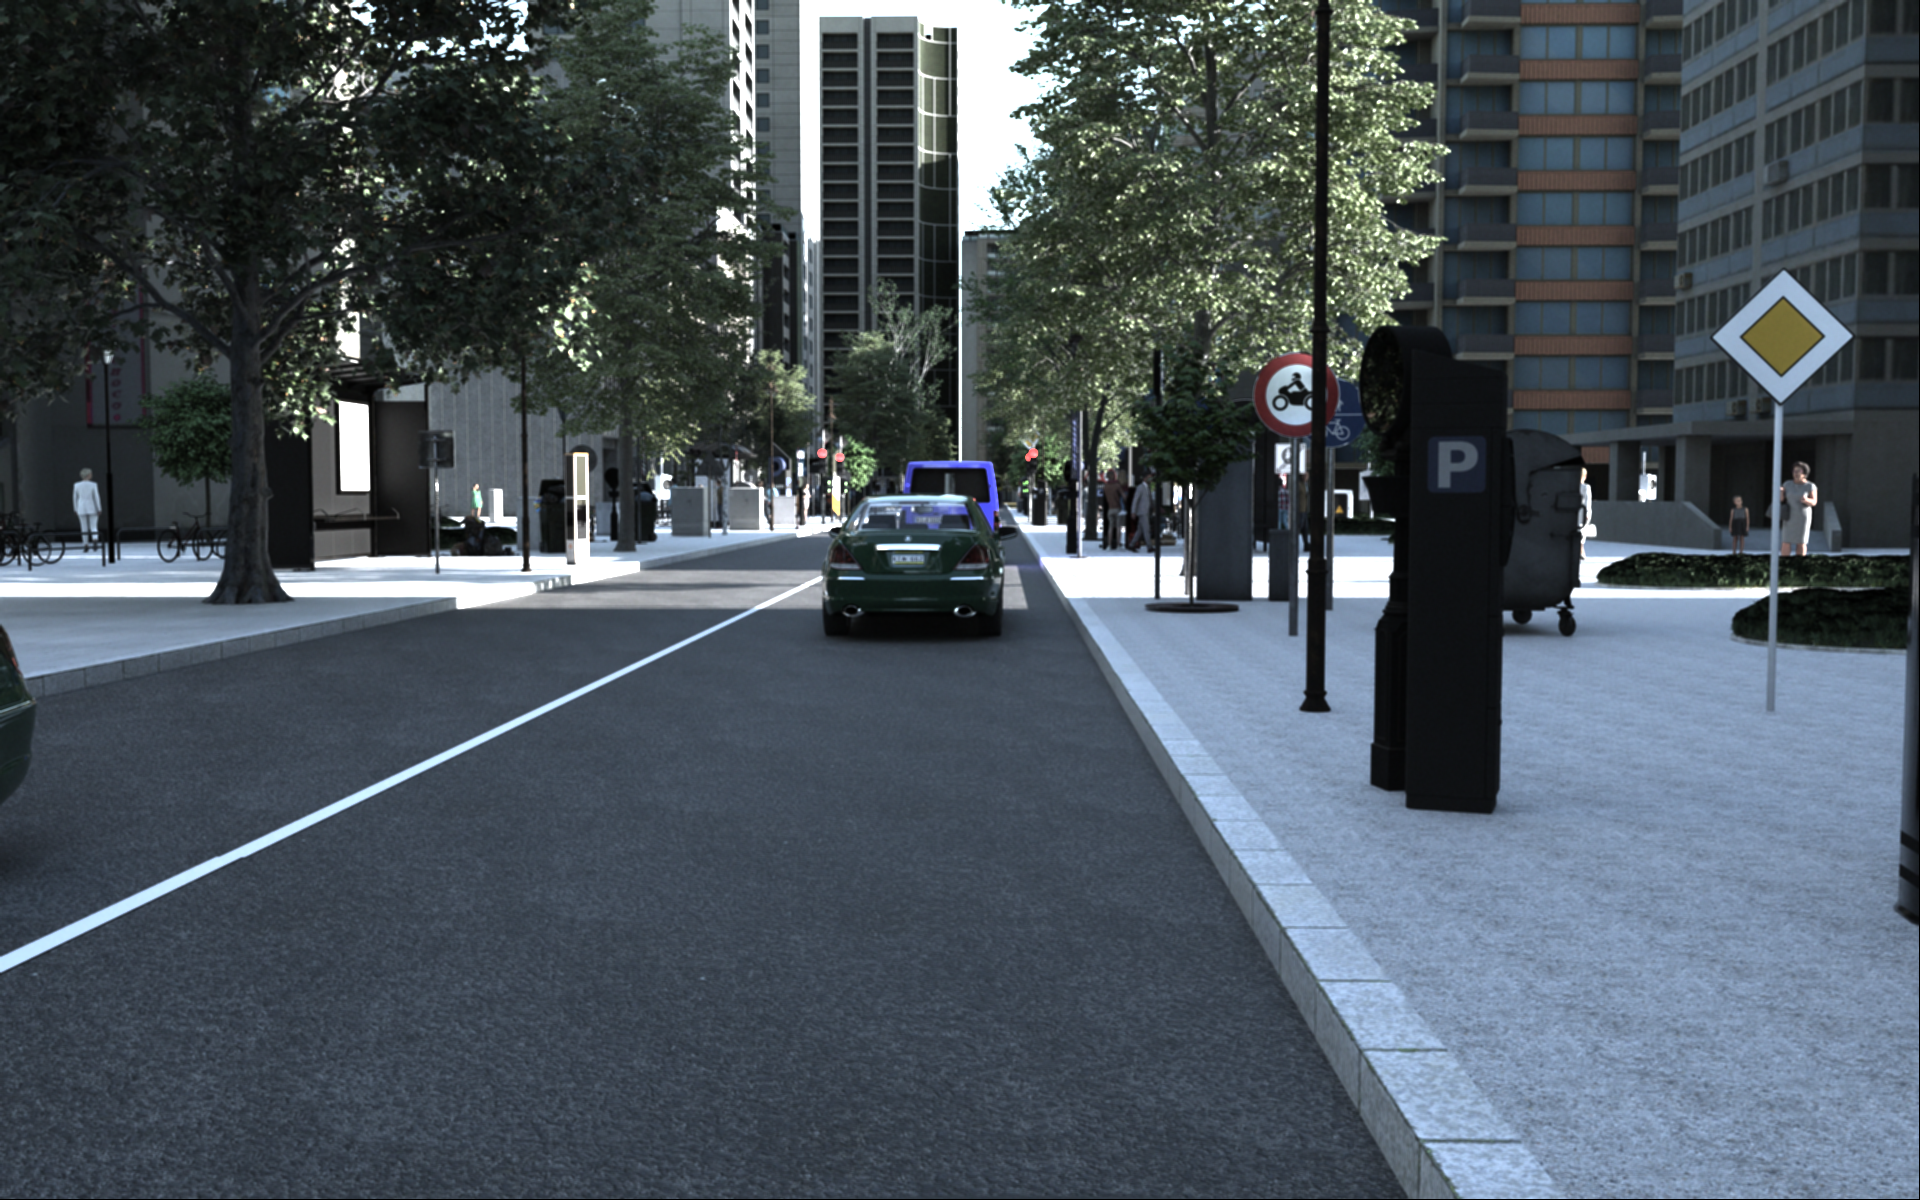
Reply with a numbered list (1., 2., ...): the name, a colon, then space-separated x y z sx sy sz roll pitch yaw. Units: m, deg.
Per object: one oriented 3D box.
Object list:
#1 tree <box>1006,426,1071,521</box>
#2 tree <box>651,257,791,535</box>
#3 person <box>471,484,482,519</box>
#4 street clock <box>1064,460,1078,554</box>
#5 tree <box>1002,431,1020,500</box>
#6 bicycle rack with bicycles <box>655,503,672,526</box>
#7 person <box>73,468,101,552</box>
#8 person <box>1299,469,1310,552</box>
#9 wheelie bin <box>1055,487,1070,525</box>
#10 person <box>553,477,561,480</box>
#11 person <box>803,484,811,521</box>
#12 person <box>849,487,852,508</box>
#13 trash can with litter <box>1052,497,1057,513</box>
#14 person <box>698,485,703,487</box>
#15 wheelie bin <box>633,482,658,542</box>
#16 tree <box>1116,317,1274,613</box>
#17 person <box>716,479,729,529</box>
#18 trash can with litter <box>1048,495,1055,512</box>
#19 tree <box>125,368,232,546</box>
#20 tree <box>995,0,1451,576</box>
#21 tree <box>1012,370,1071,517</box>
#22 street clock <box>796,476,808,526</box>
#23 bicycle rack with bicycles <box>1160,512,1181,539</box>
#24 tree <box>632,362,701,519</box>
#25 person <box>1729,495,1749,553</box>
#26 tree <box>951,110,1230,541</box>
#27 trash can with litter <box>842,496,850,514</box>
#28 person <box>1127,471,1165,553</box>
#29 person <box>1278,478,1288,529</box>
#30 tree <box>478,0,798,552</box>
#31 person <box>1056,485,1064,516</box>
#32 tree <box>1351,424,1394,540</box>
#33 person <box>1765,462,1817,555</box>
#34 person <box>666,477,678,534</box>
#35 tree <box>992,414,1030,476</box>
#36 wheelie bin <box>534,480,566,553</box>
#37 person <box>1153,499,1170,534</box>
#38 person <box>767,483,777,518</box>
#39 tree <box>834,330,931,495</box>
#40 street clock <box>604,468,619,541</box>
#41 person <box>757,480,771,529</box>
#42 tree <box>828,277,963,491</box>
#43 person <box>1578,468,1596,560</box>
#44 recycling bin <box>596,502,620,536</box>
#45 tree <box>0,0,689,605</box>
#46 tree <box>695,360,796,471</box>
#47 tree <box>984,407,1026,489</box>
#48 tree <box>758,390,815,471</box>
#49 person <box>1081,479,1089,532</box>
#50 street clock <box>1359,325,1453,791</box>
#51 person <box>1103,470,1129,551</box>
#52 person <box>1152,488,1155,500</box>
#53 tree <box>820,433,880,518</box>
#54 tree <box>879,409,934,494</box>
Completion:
1. tree: 4.009 -6.134 84.007 4.285 4.588 4.351 0 3 0
2. tree: -7.464 -6.348 54.144 4.360 8.622 3.978 0 3 0
3. person: -24.380 -4.950 87.224 0.529 1.795 0.600 2 4 33
4. street clock: 2.405 -1.998 37.245 0.358 2.002 0.471 -1 4 -15
5. tree: 5.956 -13.671 173.890 4.360 8.622 3.978 0 3 0
6. bicycle rack with bicycles: -12.269 -3.444 69.690 2.925 0.926 2.852 -1 4 -12
7. person: -19.067 -1.954 37.863 0.514 1.842 0.818 -2 4 -33
8. person: 7.533 -1.985 38.412 0.836 1.842 0.656 0 4 2
9. wheelie bin: 4.440 -3.962 72.688 0.980 1.594 0.693 2 4 31
10. person: -11.183 -2.547 48.166 0.782 1.767 0.515 1 4 13
11. person: -7.244 -4.601 81.604 0.374 1.781 0.599 2 4 25
12. person: -7.812 -7.289 125.076 0.748 1.841 0.638 -1 4 -12
13. trash can with litter: 6.175 -5.999 109.466 0.624 1.170 1.055 2 4 34
14. person: -9.079 -3.227 60.616 0.330 1.601 0.589 3 5 44
15. wheelie bin: -8.617 -2.382 46.853 0.980 1.594 0.693 3 5 41
16. tree: 2.499 -1.504 19.194 1.663 3.219 1.824 0 3 0
17. person: -8.876 -3.574 64.396 0.656 1.842 0.836 3 5 40
18. trash can with litter: 6.560 -6.506 117.423 1.678 1.210 2.233 3 4 38
19. tree: -18.861 -3.634 43.123 4.285 4.588 4.351 0 3 0
20. tree: 4.055 -6.657 26.972 7.486 12.596 7.792 0 3 0
21. tree: 4.970 -9.011 97.693 4.737 8.622 4.395 0 3 0
22. street clock: -6.336 -3.970 69.486 0.358 2.002 0.471 -3 5 -39
23. bicycle rack with bicycles: 6.035 -2.263 50.378 2.925 0.926 2.852 -3 5 -43
24. tree: -15.600 -8.550 90.151 4.737 8.622 4.395 0 3 0
25. person: 15.912 -1.508 35.368 0.362 1.253 0.373 3 4 36
26. tree: 3.613 -7.440 47.405 9.928 11.665 9.643 0 3 0
27. trash can with litter: -7.331 -6.200 112.756 1.055 1.170 0.624 1 4 22
28. person: 4.027 -1.932 37.913 0.850 1.792 0.678 2 4 31
29. person: 8.698 -2.447 46.897 0.563 1.720 0.643 -2 4 -24
30. tree: -7.523 -7.385 38.873 7.486 12.596 7.792 0 3 0
31. person: 5.687 -5.481 95.641 0.713 1.824 0.794 -2 4 -28
32. tree: 12.458 -3.960 48.453 4.285 4.588 4.351 0 3 0
33. person: 12.863 -1.252 26.869 0.716 1.782 0.532 3 5 39
34. person: -9.113 -3.033 55.648 0.620 1.820 0.660 1 4 19
35. tree: 6.998 -15.662 190.490 7.601 10.594 8.767 0 4 3
36. wheelie bin: -8.781 -1.830 37.825 0.980 1.594 0.693 -2 4 -28
37. person: 5.505 -2.245 48.246 0.738 1.151 1.012 3 4 39
38. person: -9.255 -4.831 84.890 0.638 1.841 0.748 3 5 43
39. tree: -5.832 -12.377 120.494 7.486 12.596 7.792 0 3 0
40. street clock: -9.508 -2.633 47.614 0.471 2.002 0.358 0 4 3
41. person: -7.090 -3.440 62.557 0.573 1.790 0.520 3 5 42
42. tree: -6.544 -18.241 154.125 12.611 20.169 13.585 0 3 0
43. person: 11.890 -1.647 33.326 0.624 1.780 0.694 -1 4 -14
44. recycling bin: -10.805 -2.517 53.705 0.722 1.027 0.722 2 4 23
45. tree: -8.372 -6.319 20.316 9.611 12.733 9.660 0 3 0
46. tree: -14.067 -10.909 112.776 7.601 10.594 8.767 0 4 4
47. tree: 7.769 -18.577 220.741 9.611 12.733 9.660 0 3 0
48. tree: -12.348 -10.381 120.099 4.737 8.622 4.395 0 3 0
49. person: 4.282 -3.206 58.642 0.466 1.800 0.511 2 4 35
50. street clock: 1.921 -0.180 7.520 0.358 2.002 0.471 -1 4 -10
51. person: 3.550 -2.022 39.071 0.580 1.828 0.573 -1 4 -9
52. person: 14.983 -7.799 133.911 0.694 1.780 0.624 -1 4 -13
53. tree: -5.889 -6.666 92.708 4.285 4.588 4.351 0 3 0
54. tree: -4.747 -11.351 135.954 4.737 8.622 4.395 0 3 0
